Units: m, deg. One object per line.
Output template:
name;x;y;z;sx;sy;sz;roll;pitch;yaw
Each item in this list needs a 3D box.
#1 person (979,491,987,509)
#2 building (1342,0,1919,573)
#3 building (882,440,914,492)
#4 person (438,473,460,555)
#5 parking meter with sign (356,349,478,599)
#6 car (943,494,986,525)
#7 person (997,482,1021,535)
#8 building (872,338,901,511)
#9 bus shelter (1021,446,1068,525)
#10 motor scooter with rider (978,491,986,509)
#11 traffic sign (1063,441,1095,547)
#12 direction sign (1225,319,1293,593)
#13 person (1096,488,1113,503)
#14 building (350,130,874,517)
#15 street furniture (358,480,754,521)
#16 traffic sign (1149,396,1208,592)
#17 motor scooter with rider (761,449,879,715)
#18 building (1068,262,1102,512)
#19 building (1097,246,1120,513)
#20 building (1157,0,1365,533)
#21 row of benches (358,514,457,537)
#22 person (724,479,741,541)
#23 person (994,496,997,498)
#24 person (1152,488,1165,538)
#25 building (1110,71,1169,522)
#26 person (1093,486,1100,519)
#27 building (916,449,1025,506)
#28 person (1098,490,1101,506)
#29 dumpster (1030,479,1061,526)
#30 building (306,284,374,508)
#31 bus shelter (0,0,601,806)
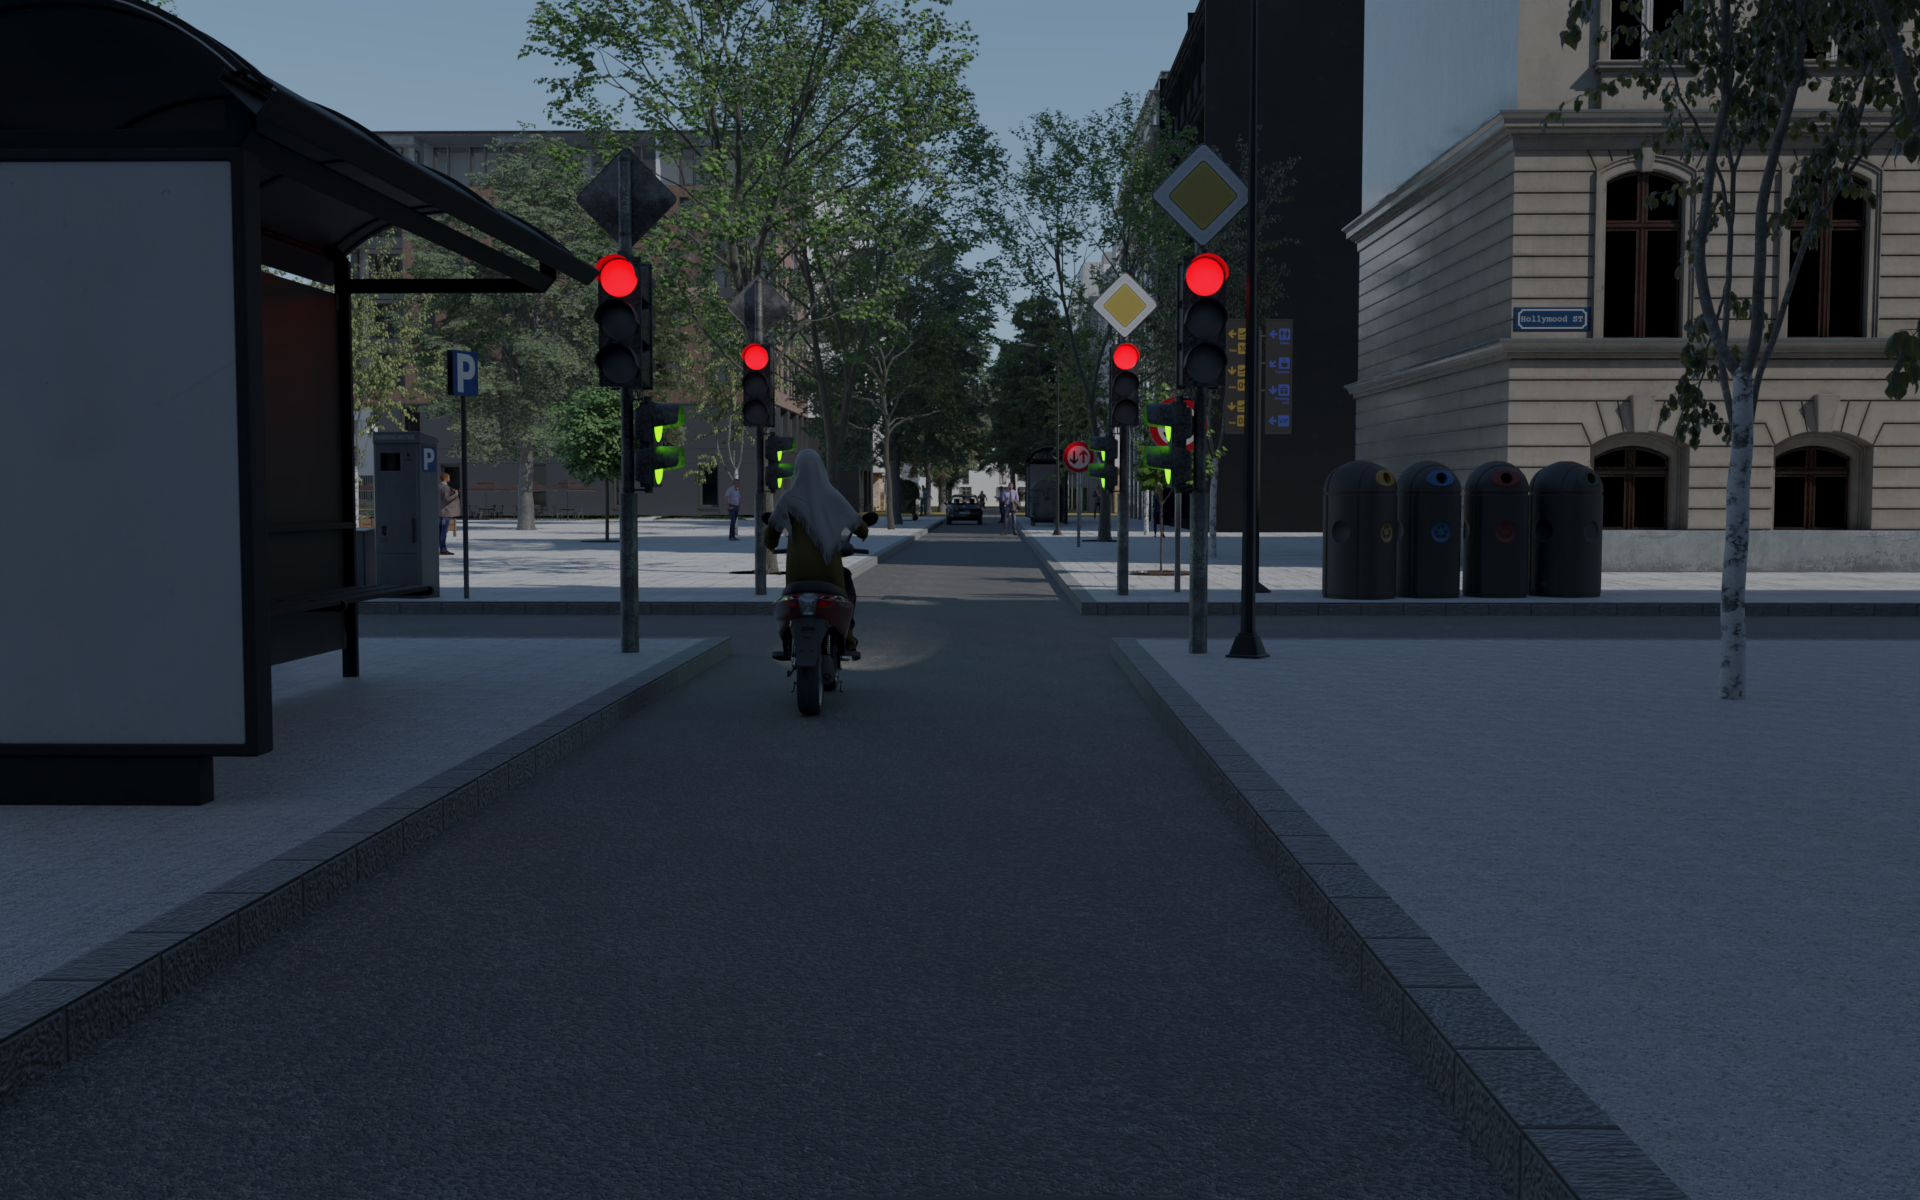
person;2.126;-9.495;164.289;0.990;1.755;0.434;1;4;12
building;25.932;-13.052;32.488;34.723;24.649;14.460;0;4;1
building;-18.397;-15.203;190.719;28.070;9.664;9.099;0;4;1
person;-10.784;-1.808;36.421;0.431;1.722;0.655;-3;4;-39
parking meter with sign;-6.849;-1.538;21.413;1.738;3.016;0.543;1;4;17
car;0.211;-4.429;82.197;2.009;1.686;4.222;0;4;0
person;1.750;-3.155;59.955;0.709;1.838;0.599;0;4;-4
building;-11.346;-18.626;160.958;11.380;20.091;16.016;0;4;1
bus shelter;3.805;-4.969;75.159;2.014;3.302;5.546;0;4;1
motor scooter with rider;1.999;-9.014;156.340;0.876;1.779;1.986;0;4;2
traffic sign;2.872;-2.554;41.871;0.768;2.556;0.104;1;4;9
direction sign;3.869;-1.866;22.505;0.876;3.537;0.379;0;4;-5
person;5.156;-3.317;61.735;0.517;1.644;0.566;-2;4;-31
building;-20.732;-16.507;113.869;27.936;21.610;32.646;0;4;1
street furniture;-23.647;-5.106;88.508;27.439;1.986;14.083;0;4;-3
traffic sign;2.847;-1.376;22.599;0.768;2.556;0.104;1;4;9
motor scooter with rider;-0.940;-0.174;11.812;0.876;1.779;1.986;0;3;0
building;17.894;-16.766;140.575;16.747;18.905;31.486;0;4;1
building;17.636;-16.069;119.146;16.016;20.091;11.380;0;4;1
building;14.336;-14.378;64.764;12.332;23.373;15.834;0;4;1
row of benches;-17.213;-2.258;52.384;4.104;0.672;1.422;1;4;16
person;-6.214;-2.504;47.914;0.436;1.711;0.756;2;4;33
person;1.962;-4.724;85.611;0.599;1.838;0.709;-2;4;-26
person;5.882;-2.598;51.062;0.480;1.512;0.613;-3;4;-36
building;14.770;-14.870;84.930;13.314;21.916;24.055;0;4;1
person;7.248;-5.105;90.331;0.655;1.722;0.431;-1;4;-22
building;9.678;-15.206;190.772;28.070;9.664;9.099;0;4;1
person;6.685;-4.450;81.011;0.429;1.552;0.499;2;4;26
dumpster;3.434;-3.890;69.360;1.264;1.857;1.865;0;4;1
building;-56.046;-18.707;162.281;11.380;20.091;16.016;0;4;1
bus shelter;-3.606;-0.959;9.597;2.014;3.302;5.546;0;4;1
